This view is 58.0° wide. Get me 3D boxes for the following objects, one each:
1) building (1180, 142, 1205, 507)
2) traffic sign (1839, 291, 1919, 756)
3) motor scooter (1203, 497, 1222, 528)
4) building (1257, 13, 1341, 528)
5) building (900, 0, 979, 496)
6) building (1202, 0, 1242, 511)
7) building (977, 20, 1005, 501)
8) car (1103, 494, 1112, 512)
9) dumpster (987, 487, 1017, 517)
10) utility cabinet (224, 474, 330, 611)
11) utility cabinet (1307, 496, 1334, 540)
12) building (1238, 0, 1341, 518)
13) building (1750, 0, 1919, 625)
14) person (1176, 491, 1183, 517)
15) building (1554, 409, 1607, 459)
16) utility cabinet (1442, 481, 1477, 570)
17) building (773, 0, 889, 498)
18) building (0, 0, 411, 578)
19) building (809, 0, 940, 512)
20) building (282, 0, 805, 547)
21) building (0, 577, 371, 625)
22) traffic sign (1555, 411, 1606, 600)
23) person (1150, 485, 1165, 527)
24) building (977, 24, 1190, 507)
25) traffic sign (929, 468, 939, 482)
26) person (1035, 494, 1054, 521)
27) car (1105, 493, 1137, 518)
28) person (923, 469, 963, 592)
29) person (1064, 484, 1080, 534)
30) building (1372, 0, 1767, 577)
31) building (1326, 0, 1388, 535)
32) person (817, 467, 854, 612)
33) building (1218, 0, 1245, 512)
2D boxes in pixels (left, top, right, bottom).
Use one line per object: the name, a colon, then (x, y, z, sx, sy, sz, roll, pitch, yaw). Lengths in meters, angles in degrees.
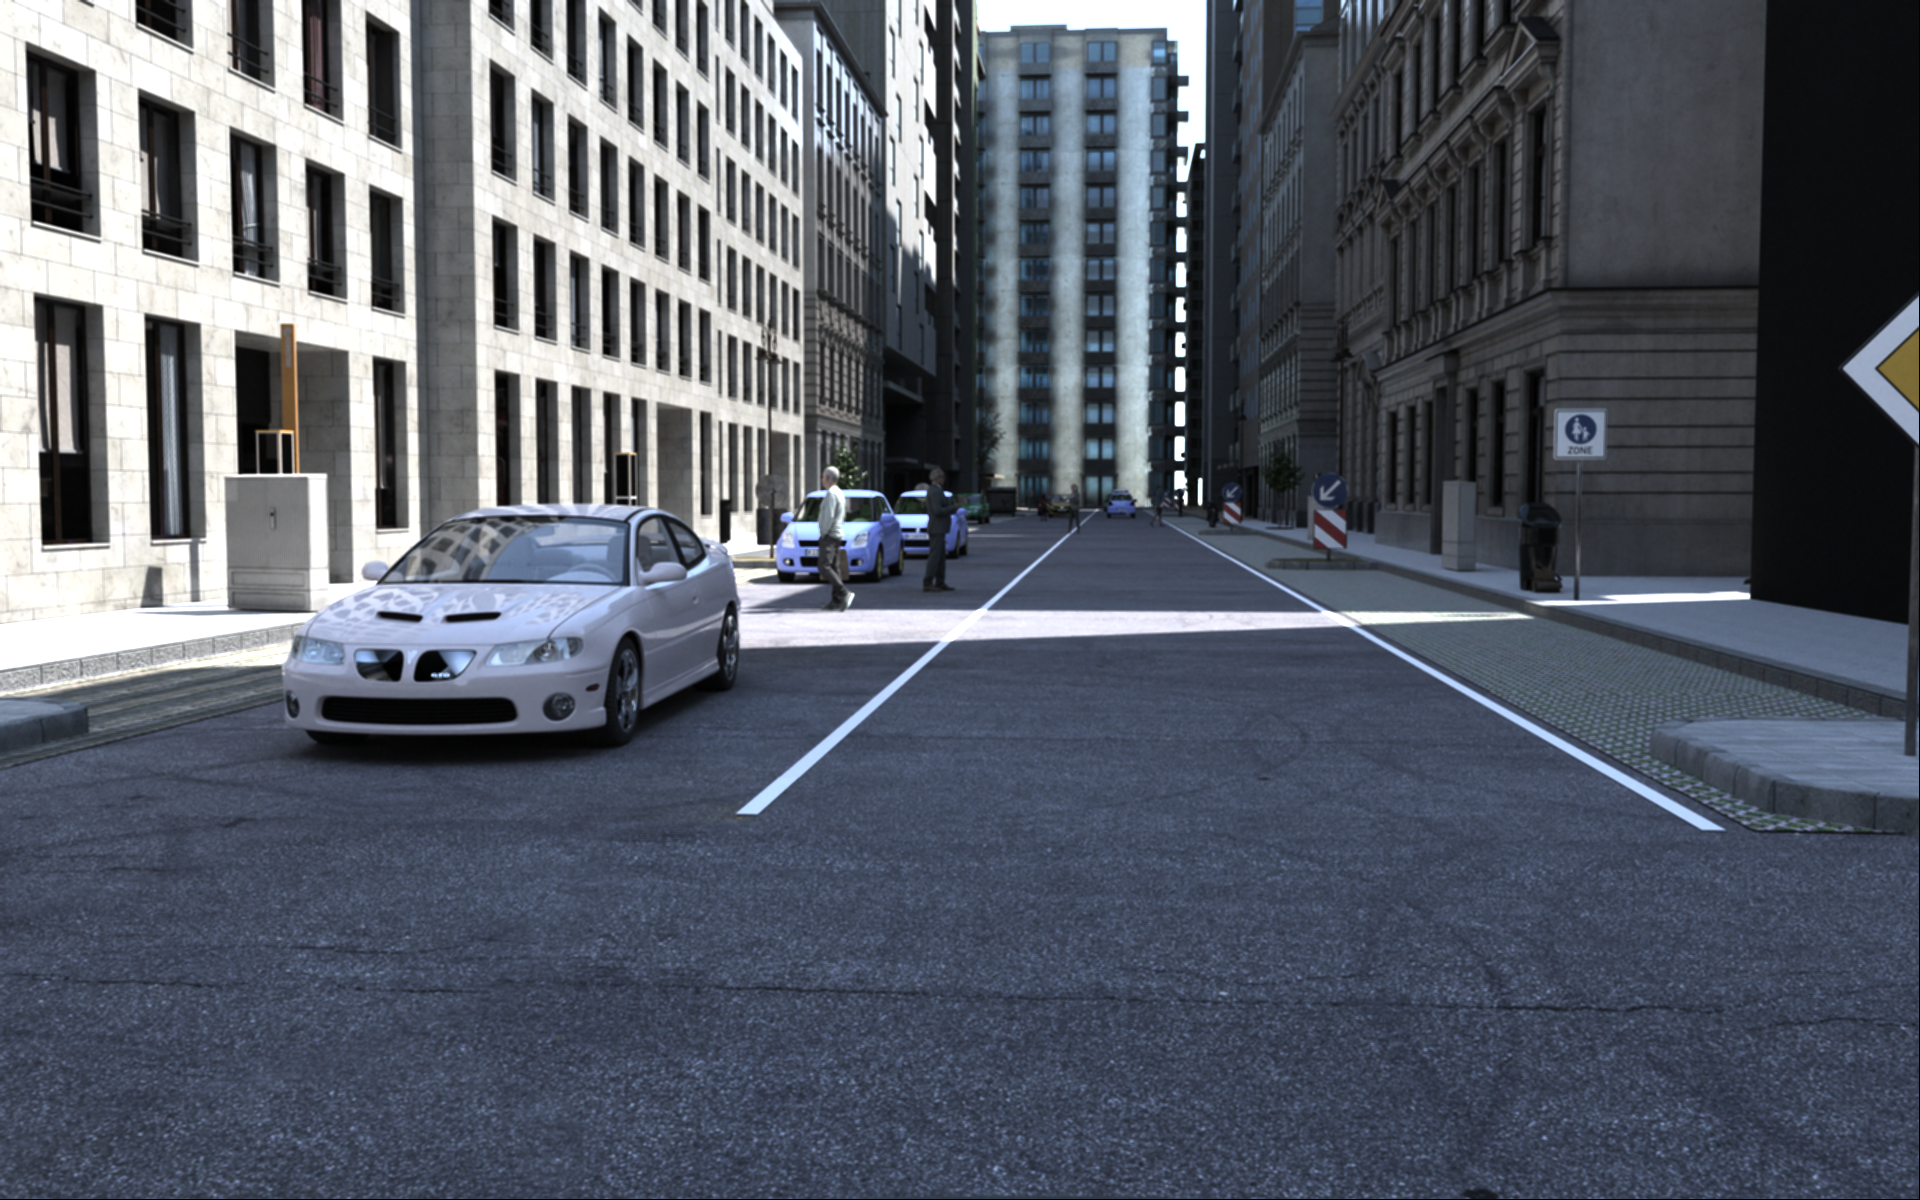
building: (35.612, -29.957, 181.684, 23.993, 40.220, 32.217, 0, 4, 5)
traffic sign: (4.661, -0.293, 8.438, 0.795, 2.450, 0.064, 0, 4, 5)
motor scooter: (10.842, -3.765, 74.335, 0.815, 1.314, 1.986, 0, 4, 5)
building: (18.238, -13.732, 73.667, 9.793, 20.994, 18.267, 0, 4, 5)
building: (-6.286, -26.631, 119.010, 14.154, 41.232, 14.086, 0, 4, 5)
building: (30.617, -36.691, 141.892, 21.231, 58.520, 28.212, 0, 4, 5)
building: (-11.203, -30.292, 149.894, 28.867, 44.769, 22.147, 0, 4, 5)
car: (12.653, -8.114, 141.461, 1.959, 1.807, 4.718, 0, 4, 4)
dumpster: (2.556, -6.006, 106.406, 1.865, 1.857, 1.264, 0, 4, 6)
utility cabinet: (-7.471, -0.626, 18.921, 1.173, 1.500, 0.318, 1, 4, 23)
utility cabinet: (9.965, -2.244, 47.854, 0.306, 1.237, 1.020, -1, 4, -15)
building: (22.206, -26.934, 90.484, 14.600, 45.320, 14.200, 0, 4, 5)
building: (17.004, -11.254, 13.688, 15.834, 23.373, 12.332, 0, 4, 5)
person: (13.629, -5.958, 107.378, 0.415, 1.643, 0.593, 0, 4, 5)
building: (56.884, -22.978, 147.398, 14.107, 30.474, 14.160, 0, 4, 5)
utility cabinet: (8.418, -1.254, 29.183, 0.318, 1.500, 1.173, 0, 4, 3)
building: (-8.930, -13.550, 70.691, 9.793, 20.994, 18.267, 0, 4, 5)
building: (-12.057, -11.072, 35.774, 10.420, 20.320, 16.860, 0, 4, 5)
building: (-15.815, -31.158, 98.677, 28.713, 52.752, 27.495, 0, 4, 5)
building: (-11.393, -12.101, 52.610, 10.420, 20.320, 16.860, 0, 4, 5)
building: (-14.352, -10.051, 19.083, 10.420, 20.320, 16.860, 0, 4, 5)
traffic sign: (7.449, -1.146, 20.865, 0.606, 2.300, 0.079, 0, 4, 8)
person: (8.733, -4.155, 76.453, 0.654, 1.822, 0.581, 1, 4, 21)
building: (8.120, -34.253, 179.651, 30.456, 49.044, 23.786, 0, 4, 5)
traffic sign: (-1.174, -5.174, 84.706, 0.768, 2.556, 0.104, 1, 4, 14)
person: (4.448, -4.891, 91.735, 1.065, 1.426, 0.557, -1, 4, -23)
car: (9.696, -5.790, 104.249, 1.945, 1.707, 3.694, 0, 4, 4)
person: (-0.257, -1.032, 25.545, 0.590, 1.801, 0.661, 0, 4, -7)
person: (4.110, -3.309, 62.790, 0.526, 1.800, 0.537, -1, 4, -22)
building: (14.681, -10.425, 35.069, 10.561, 19.102, 19.286, 0, 4, 5)
building: (17.907, -13.787, 54.302, 11.050, 23.489, 19.941, 0, 4, 5)
person: (-1.528, -0.760, 21.417, 0.515, 1.767, 0.782, 0, 4, 6)
building: (29.448, -30.156, 112.664, 23.786, 49.044, 30.456, 0, 4, 5)
